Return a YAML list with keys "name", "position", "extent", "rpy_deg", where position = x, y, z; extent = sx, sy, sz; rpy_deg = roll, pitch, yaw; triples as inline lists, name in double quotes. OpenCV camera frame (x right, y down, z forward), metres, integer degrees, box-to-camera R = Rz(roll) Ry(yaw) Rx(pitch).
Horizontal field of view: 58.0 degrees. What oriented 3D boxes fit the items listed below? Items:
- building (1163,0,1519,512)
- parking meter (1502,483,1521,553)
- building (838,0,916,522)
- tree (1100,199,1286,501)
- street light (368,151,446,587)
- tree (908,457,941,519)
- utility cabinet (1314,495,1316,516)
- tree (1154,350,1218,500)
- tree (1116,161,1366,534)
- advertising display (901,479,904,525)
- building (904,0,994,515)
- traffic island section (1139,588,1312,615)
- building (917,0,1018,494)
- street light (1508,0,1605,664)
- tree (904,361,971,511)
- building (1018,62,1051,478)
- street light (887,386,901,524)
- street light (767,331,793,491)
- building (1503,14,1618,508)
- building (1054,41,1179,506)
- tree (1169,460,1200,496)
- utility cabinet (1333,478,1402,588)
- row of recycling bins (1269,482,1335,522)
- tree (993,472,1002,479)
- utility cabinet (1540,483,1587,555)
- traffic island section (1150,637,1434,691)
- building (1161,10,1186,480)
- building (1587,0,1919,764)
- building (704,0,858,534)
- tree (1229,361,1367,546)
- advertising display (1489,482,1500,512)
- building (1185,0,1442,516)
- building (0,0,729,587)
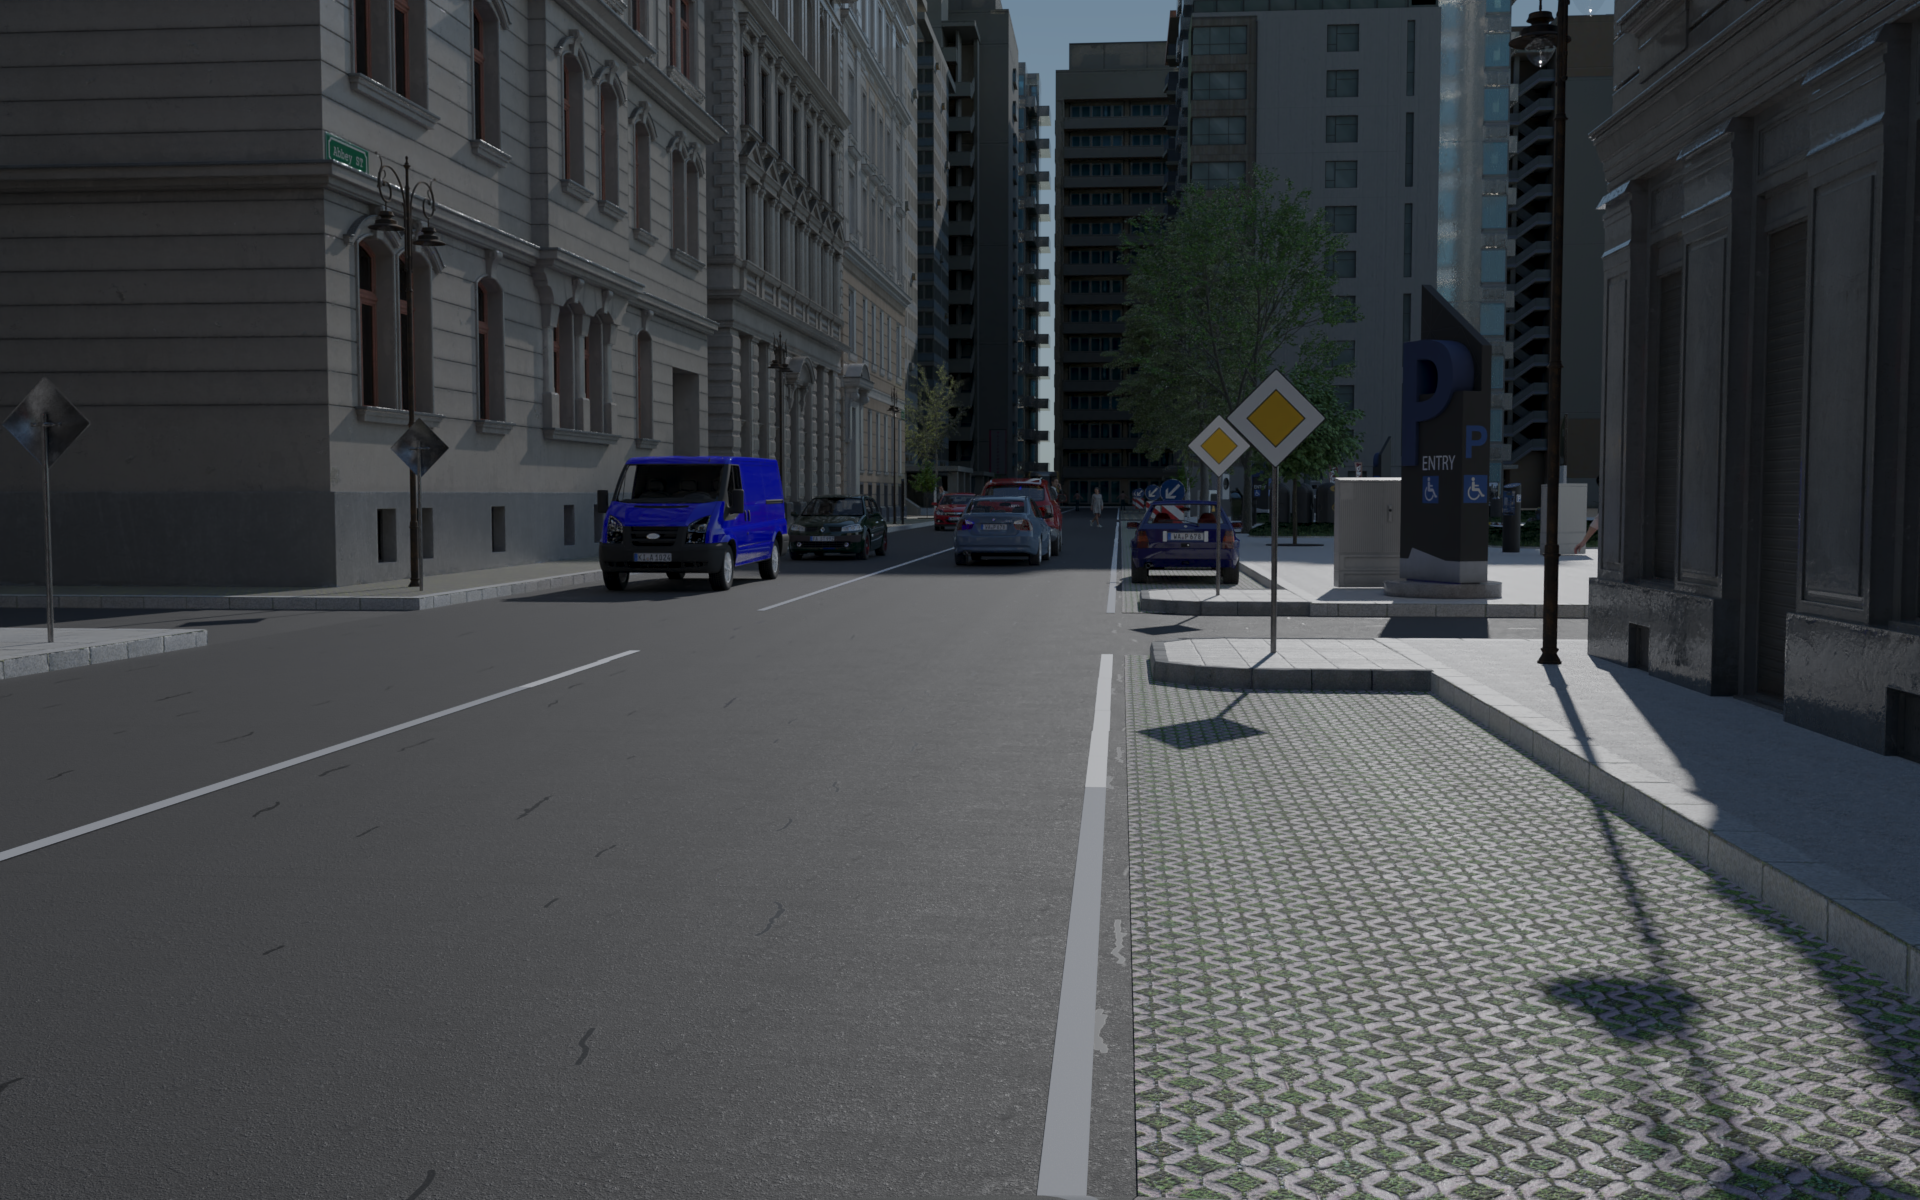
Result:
- name: "building"
  position: [27.164, -31.017, 126.741]
  extent: [23.786, 49.044, 30.456]
  rpy_deg: [0, 4, 5]
- name: "parking meter"
  position: [12.128, -1.814, 38.074]
  extent: [0.372, 1.533, 0.369]
  rpy_deg: [0, 3, 0]
- name: "building"
  position: [-9.729, -17.773, 76.495]
  extent: [13.634, 28.700, 20.117]
  rpy_deg: [0, 4, 5]
- name: "tree"
  position: [9.182, -9.133, 67.454]
  extent: [7.486, 12.596, 7.792]
  rpy_deg: [0, 3, 0]
- name: "street light"
  position: [-7.561, -3.123, 23.847]
  extent: [0.468, 5.910, 1.993]
  rpy_deg: [0, 4, 5]
- name: "tree"
  position: [-1.724, -5.885, 90.819]
  extent: [1.663, 3.219, 1.824]
  rpy_deg: [0, 3, 0]
- name: "utility cabinet"
  position: [18.178, -4.760, 88.989]
  extent: [1.020, 1.237, 0.306]
  rpy_deg: [-3, 5, -45]
- name: "tree"
  position: [11.366, -8.281, 85.764]
  extent: [4.737, 8.622, 4.395]
  rpy_deg: [0, 3, 0]
- name: "tree"
  position: [9.155, -7.952, 55.778]
  extent: [9.928, 11.665, 9.643]
  rpy_deg: [0, 3, 0]
- name: "advertising display"
  position: [-2.426, -4.169, 73.385]
  extent: [0.123, 1.923, 0.974]
  rpy_deg: [0, 4, -3]
- name: "building"
  position: [-13.727, -27.205, 136.676]
  extent: [32.217, 40.220, 23.993]
  rpy_deg: [0, 4, 5]
- name: "traffic island section"
  position: [3.291, 0.019, 21.976]
  extent: [2.009, 0.180, 2.903]
  rpy_deg: [0, 4, 5]
- name: "building"
  position: [-5.652, -32.976, 162.864]
  extent: [21.600, 48.544, 21.300]
  rpy_deg: [0, 4, 5]
- name: "street light"
  position: [4.466, -2.456, 12.944]
  extent: [0.468, 5.910, 1.993]
  rpy_deg: [0, 4, 5]
- name: "tree"
  position: [-1.605, -8.852, 95.093]
  extent: [4.360, 8.622, 3.978]
  rpy_deg: [0, 3, 0]
- name: "building"
  position: [-5.117, -35.085, 193.246]
  extent: [30.456, 49.044, 23.786]
  rpy_deg: [0, 4, 5]
- name: "street light"
  position: [-2.808, -6.199, 74.146]
  extent: [0.468, 5.910, 1.993]
  rpy_deg: [0, 4, 5]
- name: "street light"
  position: [-5.104, -4.682, 49.336]
  extent: [0.468, 5.910, 1.993]
  rpy_deg: [0, 4, 5]
- name: "building"
  position: [55.888, -31.225, 160.647]
  extent: [14.200, 45.320, 14.600]
  rpy_deg: [0, 4, 5]
- name: "building"
  position: [21.297, -34.618, 189.701]
  extent: [21.600, 48.544, 21.300]
  rpy_deg: [0, 4, 5]
- name: "tree"
  position: [12.524, -6.316, 97.872]
  extent: [1.663, 3.219, 1.824]
  rpy_deg: [0, 3, 0]
- name: "utility cabinet"
  position: [5.693, -0.905, 23.480]
  extent: [1.173, 1.500, 0.318]
  rpy_deg: [0, 4, -1]
- name: "row of recycling bins"
  position: [13.273, -3.518, 64.629]
  extent: [3.534, 1.692, 1.069]
  rpy_deg: [2, 4, 24]
- name: "tree"
  position: [2.935, -9.543, 150.630]
  extent: [1.663, 3.219, 1.824]
  rpy_deg: [0, 3, 0]
- name: "utility cabinet"
  position: [12.606, -1.683, 36.195]
  extent: [1.173, 1.500, 0.318]
  rpy_deg: [-3, 4, -36]
- name: "traffic island section"
  position: [2.556, 0.505, 14.025]
  extent: [2.009, 0.180, 2.903]
  rpy_deg: [0, 4, 5]
- name: "building"
  position: [29.503, -30.689, 156.388]
  extent: [22.147, 44.769, 28.867]
  rpy_deg: [0, 4, 5]
- name: "building"
  position: [8.872, -9.468, 3.946]
  extent: [9.793, 20.994, 18.267]
  rpy_deg: [0, 4, 5]
- name: "building"
  position: [-10.101, -13.929, 56.613]
  extent: [11.050, 23.489, 19.941]
  rpy_deg: [0, 4, 5]
- name: "tree"
  position: [8.305, -3.630, 43.072]
  extent: [4.285, 4.588, 4.351]
  rpy_deg: [0, 3, 0]
- name: "advertising display"
  position: [27.716, -5.217, 90.513]
  extent: [0.123, 1.923, 0.974]
  rpy_deg: [-3, 5, -43]
- name: "building"
  position: [20.734, -20.381, 104.939]
  extent: [14.160, 30.474, 14.107]
  rpy_deg: [0, 4, 5]
- name: "building"
  position: [-13.736, -15.118, 34.562]
  extent: [14.401, 28.519, 23.554]
  rpy_deg: [0, 4, 5]
